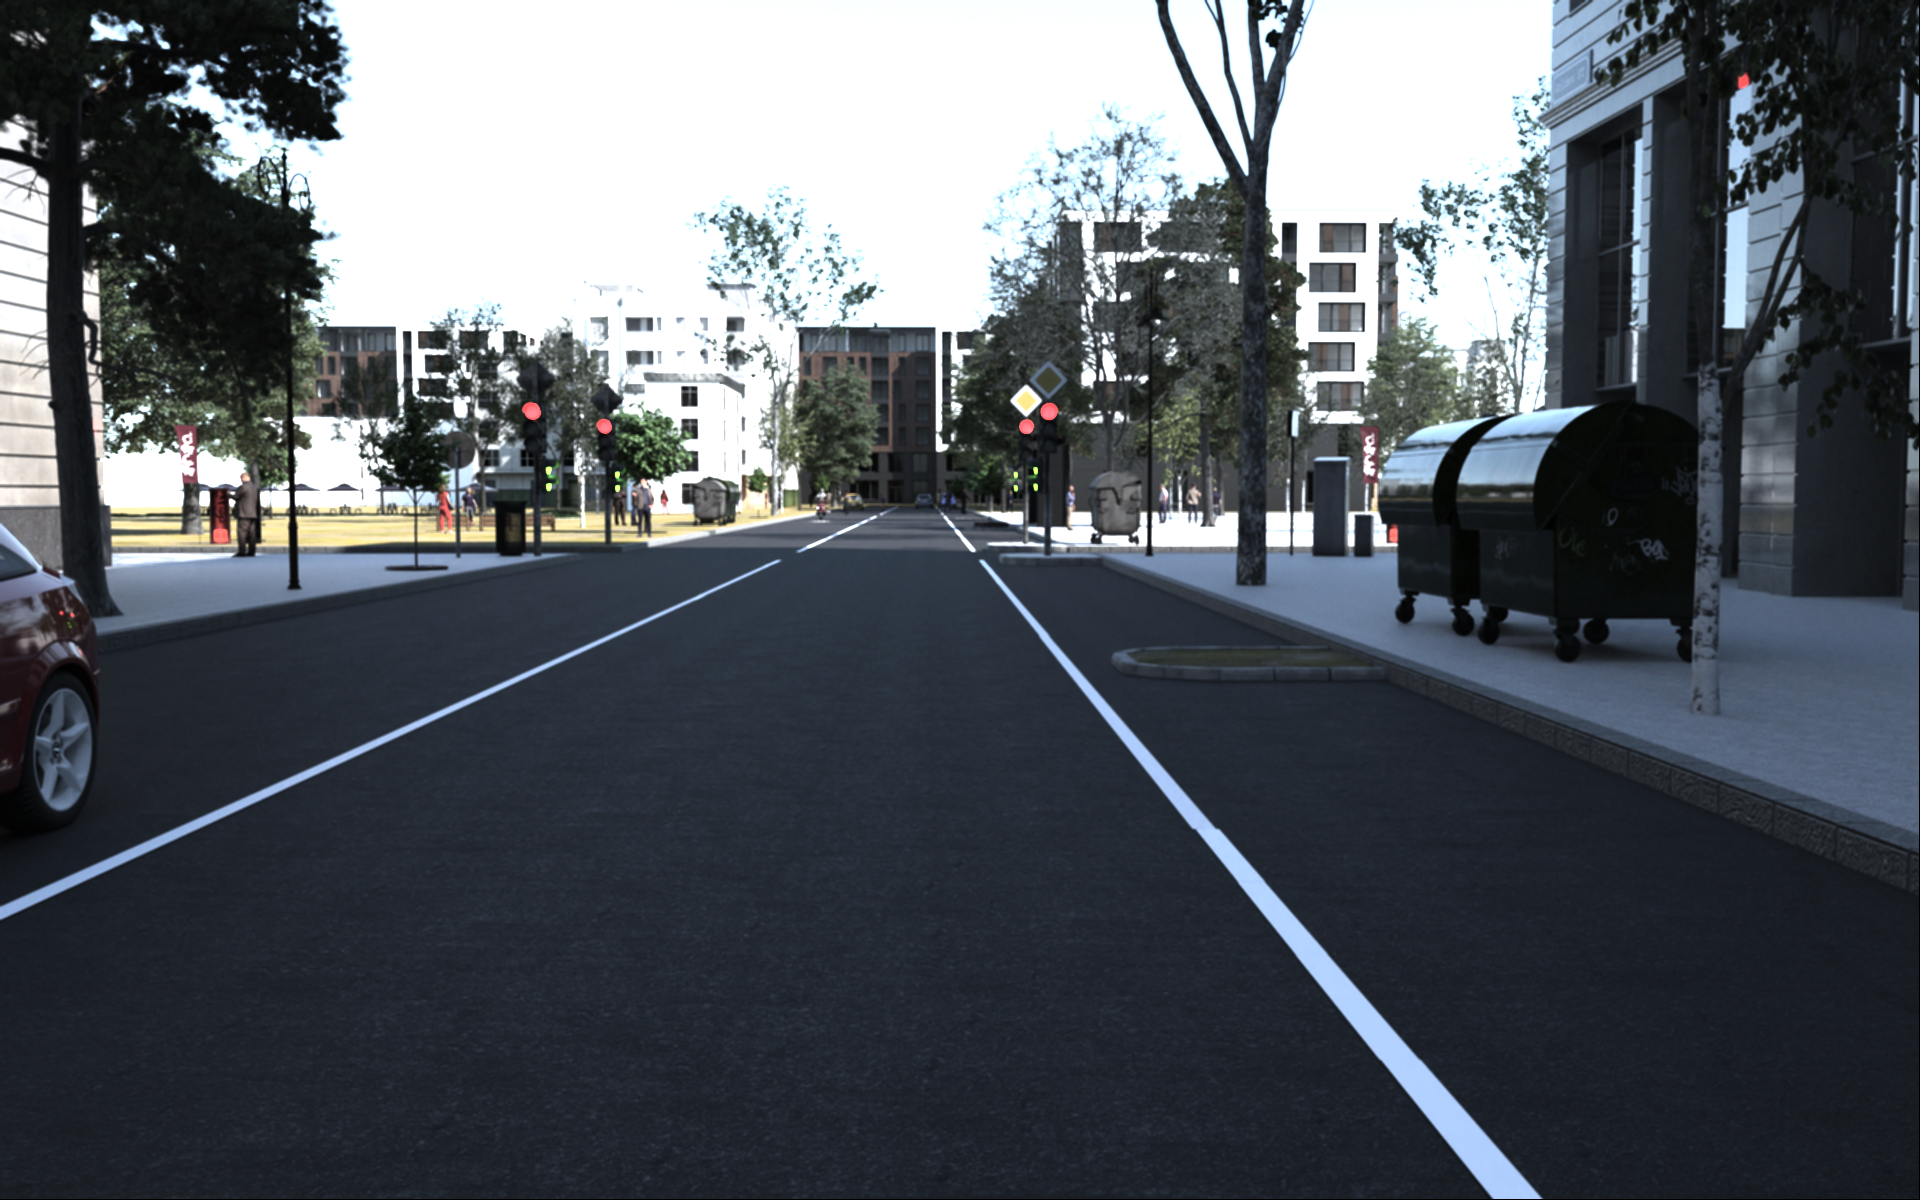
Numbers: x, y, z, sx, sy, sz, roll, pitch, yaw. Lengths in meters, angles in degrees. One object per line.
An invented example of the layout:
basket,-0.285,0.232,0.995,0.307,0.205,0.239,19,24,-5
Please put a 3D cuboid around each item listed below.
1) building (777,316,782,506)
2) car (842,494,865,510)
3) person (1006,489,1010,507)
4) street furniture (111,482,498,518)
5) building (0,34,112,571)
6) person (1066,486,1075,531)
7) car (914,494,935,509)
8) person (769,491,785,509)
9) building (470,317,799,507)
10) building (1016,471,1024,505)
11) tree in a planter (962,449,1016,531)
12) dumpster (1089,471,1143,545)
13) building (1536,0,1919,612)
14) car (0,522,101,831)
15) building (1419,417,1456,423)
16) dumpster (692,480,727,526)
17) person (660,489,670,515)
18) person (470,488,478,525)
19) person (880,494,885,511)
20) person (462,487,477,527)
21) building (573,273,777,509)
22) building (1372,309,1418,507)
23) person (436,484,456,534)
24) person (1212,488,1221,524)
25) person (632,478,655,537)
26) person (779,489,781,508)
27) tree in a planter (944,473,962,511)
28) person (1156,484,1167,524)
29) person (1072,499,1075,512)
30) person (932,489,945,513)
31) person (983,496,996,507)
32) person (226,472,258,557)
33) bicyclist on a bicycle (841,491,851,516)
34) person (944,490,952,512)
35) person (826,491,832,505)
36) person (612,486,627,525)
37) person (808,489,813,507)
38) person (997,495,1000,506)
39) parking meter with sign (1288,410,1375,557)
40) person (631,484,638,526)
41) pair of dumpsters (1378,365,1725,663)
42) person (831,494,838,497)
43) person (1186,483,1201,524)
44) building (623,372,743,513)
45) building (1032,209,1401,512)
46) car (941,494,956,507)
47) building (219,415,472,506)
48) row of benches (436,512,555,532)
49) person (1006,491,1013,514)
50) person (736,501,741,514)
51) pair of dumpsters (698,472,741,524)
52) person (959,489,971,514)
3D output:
building,-24.920,-18.843,164.509,16.016,20.091,11.380,0,4,-1
car,-9.374,-8.706,152.572,2.015,1.641,3.980,0,4,-3
person,4.764,-10.054,170.403,0.705,1.826,1.348,1,4,21
street furniture,-41.377,-5.736,98.812,27.439,1.986,14.083,0,4,1
building,-27.066,-13.872,24.069,25.104,27.353,12.463,0,4,-1
person,3.900,-3.229,60.899,0.319,1.574,0.516,1,4,14
car,-3.502,-9.671,170.125,2.014,1.417,4.499,0,4,-1
person,-15.652,-8.703,148.328,1.348,1.826,0.705,0,4,-1
building,-33.296,-19.282,181.710,31.486,18.905,16.747,0,4,-1
building,20.758,-20.223,174.625,27.936,21.610,32.646,0,4,-1
tree in a planter,1.204,-4.373,68.718,1.991,3.239,1.994,0,4,-1
dumpster,3.987,-2.353,44.231,1.264,1.857,1.865,0,4,-1
building,16.021,-14.550,15.387,11.434,29.767,29.804,0,4,-1
car,-4.654,0.191,5.925,2.155,1.783,4.494,0,4,-3
building,59.738,-15.053,188.256,28.070,9.664,9.099,0,4,-1
dumpster,-10.096,-3.917,69.799,1.264,1.857,1.865,0,4,-1
person,-18.348,-6.104,107.554,0.593,1.614,0.444,0,4,2
person,-20.186,-3.854,71.592,0.480,1.512,0.613,-1,4,-14
person,-6.693,-8.401,149.087,0.421,1.427,0.697,2,4,30
person,-18.931,-3.581,66.797,0.569,1.553,0.471,-1,4,-19
building,-24.910,-18.121,152.703,16.016,20.091,11.380,0,4,-1
building,40.106,-19.976,183.023,11.380,20.091,16.016,0,4,-1
person,-16.646,-2.954,56.049,0.593,1.614,0.444,3,5,44
person,10.542,-3.908,72.148,0.569,1.553,0.471,2,4,23
person,-9.377,-2.737,51.322,0.617,1.759,0.750,0,4,-3
person,-16.240,-9.099,155.527,0.721,1.735,1.217,0,4,6
tree in a planter,-0.324,-9.091,145.859,1.991,3.239,1.994,0,4,-1
person,8.649,-4.109,74.162,0.436,1.711,0.756,0,4,2
person,7.755,-6.925,122.450,0.799,1.438,0.628,-3,5,-44
person,-1.594,-7.571,132.281,1.348,1.824,0.705,3,5,39
person,2.649,-9.247,158.052,1.217,1.723,0.721,-1,4,-11
person,-14.733,-1.763,35.560,0.600,1.739,0.565,-1,4,-18
bicyclist on a bicycle,-7.493,-6.349,113.825,1.499,1.676,1.625,0,4,-3
person,-0.996,-7.807,136.600,0.683,1.767,0.568,-2,4,-26
person,-15.065,-11.629,198.637,1.348,1.824,0.705,0,4,-1
person,-13.937,-3.931,70.995,0.600,1.739,0.565,2,4,31
person,-14.450,-9.789,166.829,0.721,1.736,1.217,-1,4,-14
person,4.207,-11.439,193.793,0.721,1.735,1.217,1,4,23
parking meter with sign,7.690,-2.420,35.822,1.738,3.016,0.543,2,4,25
person,-13.110,-3.874,70.198,0.431,1.722,0.655,0,4,-1
pair of dumpsters,4.999,-0.774,15.153,1.574,2.255,4.436,0,4,-1
person,-13.963,-11.350,192.333,0.721,1.735,1.217,3,4,37
person,10.075,-4.171,74.767,0.617,1.759,0.750,1,4,13
building,-21.261,-11.691,133.290,9.099,9.664,28.070,0,4,-1
building,20.791,-18.163,140.938,27.936,21.610,32.646,0,4,-1
car,-1.364,-11.277,193.972,1.945,1.707,3.694,0,4,-2
building,-63.476,-14.865,185.191,28.070,9.664,9.099,0,4,-1
row of benches,-16.167,-2.725,60.017,4.104,0.672,1.422,-1,4,-20
person,3.253,-6.416,113.478,0.613,1.512,0.480,2,4,26
person,-14.619,-6.500,112.768,0.683,1.767,0.568,0,4,-6
pair of dumpsters,-10.542,-4.463,75.461,1.574,2.255,4.436,0,4,-1
person,0.290,-7.079,124.268,0.705,1.821,1.348,3,4,37
